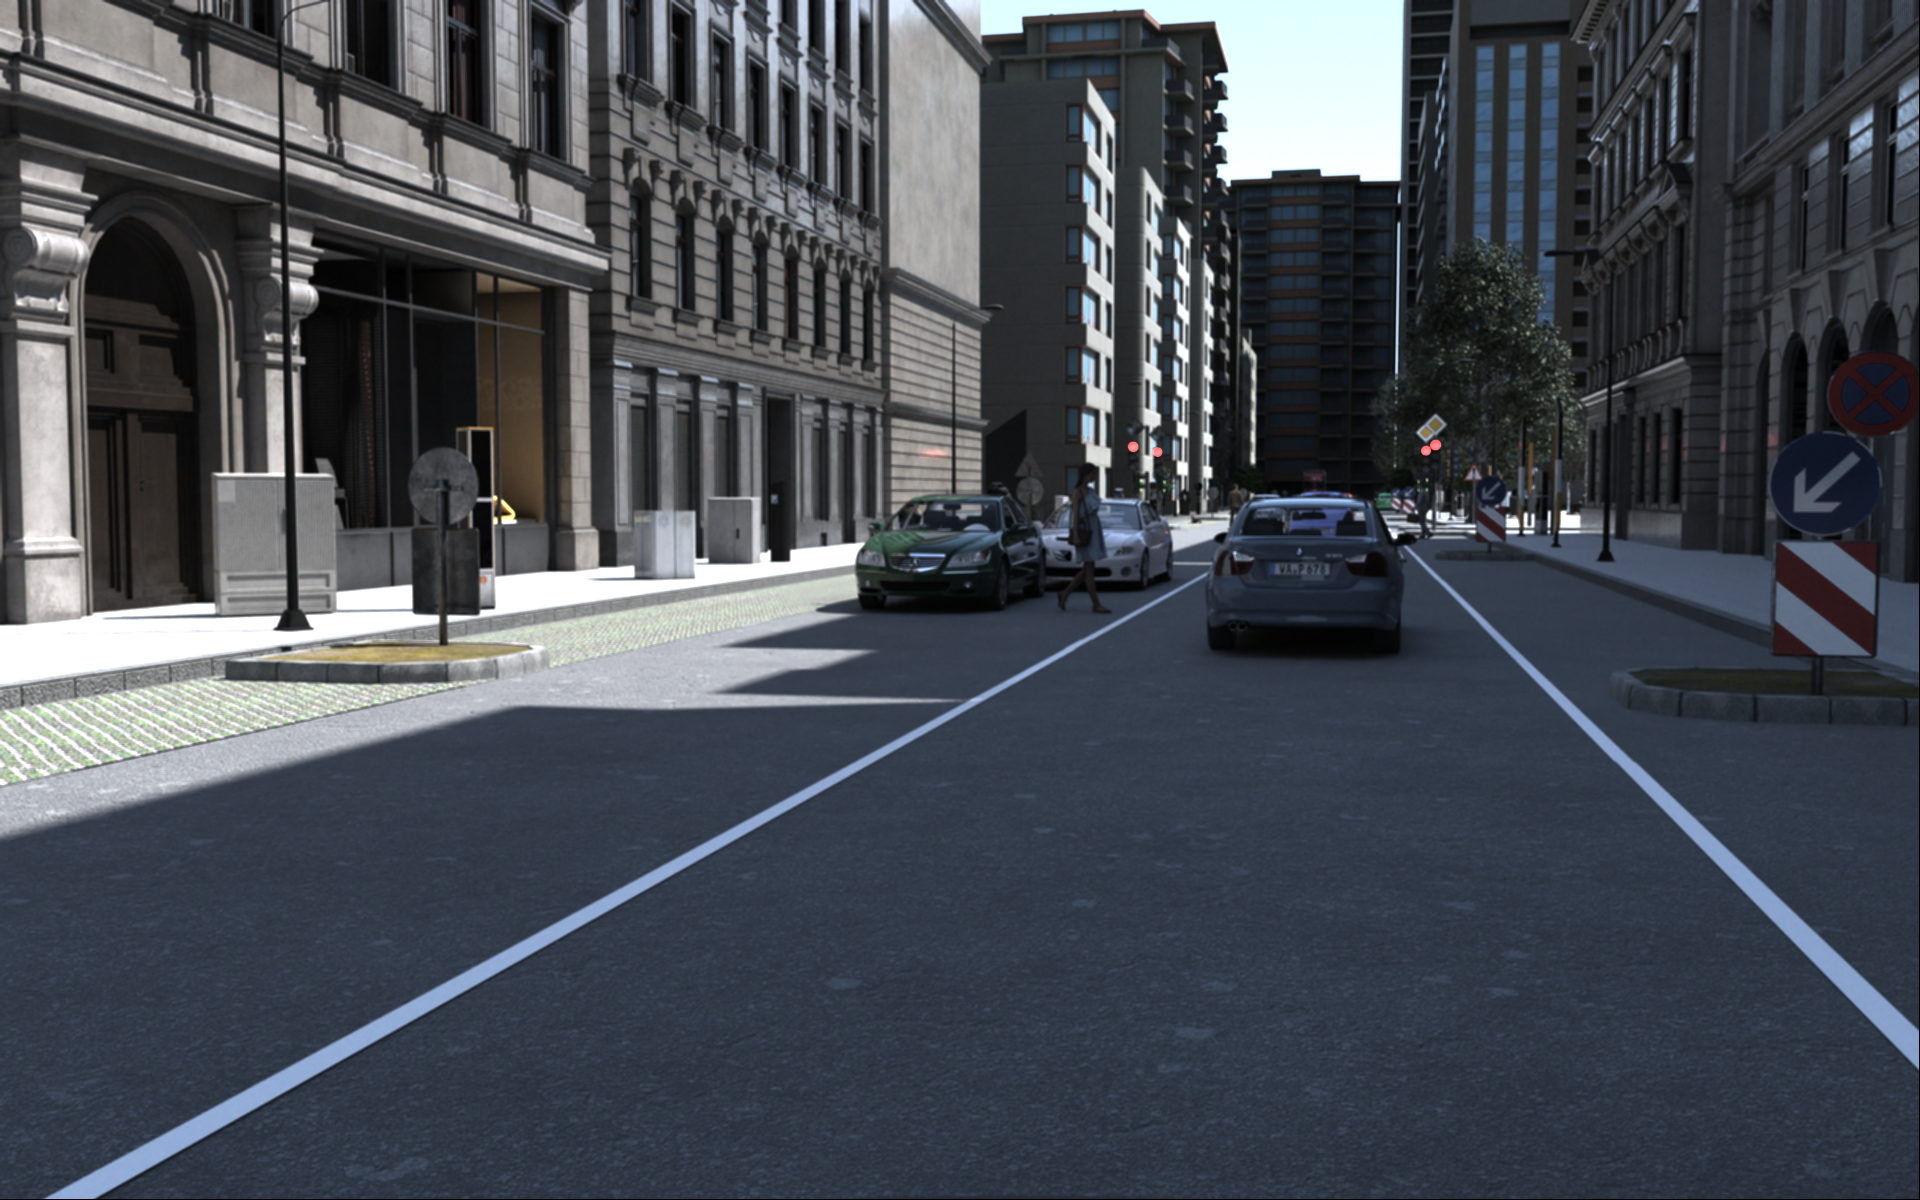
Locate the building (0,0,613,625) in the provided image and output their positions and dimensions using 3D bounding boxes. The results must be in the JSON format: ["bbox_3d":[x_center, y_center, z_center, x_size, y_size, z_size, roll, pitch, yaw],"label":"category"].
[{"bbox_3d":[-14.855,-9.766,10.579,10.553,20.767,40.483,1,4,13],"label":"building"}]

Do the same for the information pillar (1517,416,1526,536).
[{"bbox_3d":[17.032,-3.741,52.520,0.183,3.616,0.504,0,4,5],"label":"information pillar"}]

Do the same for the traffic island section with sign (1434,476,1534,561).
[{"bbox_3d":[11.483,-1.799,38.036,1.989,1.847,2.006,1,4,13],"label":"traffic island section with sign"}]

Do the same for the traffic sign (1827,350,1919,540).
[{"bbox_3d":[8.134,-0.939,15.461,0.768,2.556,0.104,1,4,19],"label":"traffic sign"}]

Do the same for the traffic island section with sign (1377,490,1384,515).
[{"bbox_3d":[29.897,-6.765,119.227,1.989,1.847,2.006,1,4,13],"label":"traffic island section with sign"}]

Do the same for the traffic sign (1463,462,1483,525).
[{"bbox_3d":[21.051,-4.341,70.986,0.884,2.594,0.081,1,4,18],"label":"traffic sign"}]

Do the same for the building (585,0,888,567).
[{"bbox_3d":[-8.599,-11.635,39.390,9.793,20.994,18.267,1,4,13],"label":"building"}]

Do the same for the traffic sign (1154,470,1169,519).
[{"bbox_3d":[10.451,-5.493,89.923,0.768,2.556,0.104,1,4,20],"label":"traffic sign"}]

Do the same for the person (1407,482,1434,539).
[{"bbox_3d":[14.764,-2.863,55.423,0.853,1.813,0.709,2,4,26],"label":"person"}]

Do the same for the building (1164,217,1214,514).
[{"bbox_3d":[3.234,-17.138,125.252,27.650,21.520,28.899,1,4,13],"label":"building"}]

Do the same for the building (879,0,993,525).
[{"bbox_3d":[-16.868,-14.572,57.344,34.723,24.649,14.460,1,4,13],"label":"building"}]

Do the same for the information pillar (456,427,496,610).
[{"bbox_3d":[-5.371,-0.901,19.227,0.304,2.012,0.304,-3,5,-41],"label":"information pillar"}]

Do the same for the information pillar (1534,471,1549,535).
[{"bbox_3d":[18.296,-3.058,54.493,0.304,2.012,0.304,-2,4,-26],"label":"information pillar"}]

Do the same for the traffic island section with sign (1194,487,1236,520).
[{"bbox_3d":[13.836,-5.257,94.583,1.989,1.847,2.006,1,4,13],"label":"traffic island section with sign"}]

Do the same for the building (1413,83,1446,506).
[{"bbox_3d":[63.345,-35.085,197.343,21.300,48.544,21.600,1,4,13],"label":"building"}]

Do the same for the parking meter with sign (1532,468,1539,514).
[{"bbox_3d":[37.353,-7.128,112.810,0.543,3.016,1.738,1,4,20],"label":"parking meter with sign"}]

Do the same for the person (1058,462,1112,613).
[{"bbox_3d":[1.476,-0.753,20.901,0.778,1.811,0.616,3,4,36],"label":"person"}]

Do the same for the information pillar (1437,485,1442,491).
[{"bbox_3d":[37.671,-8.052,136.149,0.304,2.012,0.304,-1,4,-19],"label":"information pillar"}]

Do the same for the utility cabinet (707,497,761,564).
[{"bbox_3d":[-4.176,-1.273,31.981,1.020,1.237,0.306,2,4,30],"label":"utility cabinet"}]

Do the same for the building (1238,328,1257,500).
[{"bbox_3d":[19.865,-22.095,206.300,28.899,21.520,27.650,1,4,13],"label":"building"}]

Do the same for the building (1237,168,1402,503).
[{"bbox_3d":[44.980,-35.582,236.385,28.867,44.769,22.147,1,4,13],"label":"building"}]

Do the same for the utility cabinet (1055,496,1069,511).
[{"bbox_3d":[3.510,-2.958,59.531,0.306,1.237,1.020,1,4,15],"label":"utility cabinet"}]

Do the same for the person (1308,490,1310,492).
[{"bbox_3d":[36.531,-10.547,181.084,0.705,1.807,1.348,0,4,2],"label":"person"}]

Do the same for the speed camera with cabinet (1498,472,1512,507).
[{"bbox_3d":[41.158,-8.352,130.896,0.660,3.252,2.038,-1,4,-9],"label":"speed camera with cabinet"}]

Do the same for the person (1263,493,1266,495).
[{"bbox_3d":[39.555,-13.208,225.126,0.621,1.740,0.551,-3,5,-39],"label":"person"}]

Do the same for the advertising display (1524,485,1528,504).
[{"bbox_3d":[40.153,-7.127,121.742,0.974,1.923,0.123,2,4,35],"label":"advertising display"}]

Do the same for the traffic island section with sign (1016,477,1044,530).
[{"bbox_3d":[1.605,-1.959,40.651,1.989,1.847,2.006,1,4,13],"label":"traffic island section with sign"}]

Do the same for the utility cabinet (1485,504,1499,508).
[{"bbox_3d":[31.451,-5.726,102.298,0.318,1.500,1.173,3,5,42],"label":"utility cabinet"}]

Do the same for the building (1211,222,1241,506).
[{"bbox_3d":[21.848,-25.081,181.775,14.160,30.474,14.107,1,4,13],"label":"building"}]

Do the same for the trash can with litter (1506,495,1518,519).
[{"bbox_3d":[28.692,-4.888,90.984,2.233,1.210,1.678,0,4,-5],"label":"trash can with litter"}]

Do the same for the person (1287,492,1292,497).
[{"bbox_3d":[41.236,-12.667,216.432,1.217,1.723,0.721,-2,4,-24],"label":"person"}]

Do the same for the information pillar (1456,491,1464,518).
[{"bbox_3d":[27.200,-5.485,94.167,0.304,2.012,0.304,2,4,31],"label":"information pillar"}]

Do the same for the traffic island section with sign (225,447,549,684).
[{"bbox_3d":[-4.446,-0.326,13.956,1.989,1.847,2.006,1,4,13],"label":"traffic island section with sign"}]

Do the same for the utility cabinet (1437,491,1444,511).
[{"bbox_3d":[36.764,-7.587,132.724,0.318,1.500,1.173,2,4,32],"label":"utility cabinet"}]

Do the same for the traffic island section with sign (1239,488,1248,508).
[{"bbox_3d":[19.830,-6.876,121.043,1.989,1.847,2.006,1,4,13],"label":"traffic island section with sign"}]

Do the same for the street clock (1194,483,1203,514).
[{"bbox_3d":[14.991,-6.381,108.903,0.471,2.002,0.358,-1,4,-22],"label":"street clock"}]

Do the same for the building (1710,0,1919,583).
[{"bbox_3d":[19.716,-11.184,24.663,13.314,21.916,24.055,1,4,13],"label":"building"}]

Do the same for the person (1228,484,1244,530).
[{"bbox_3d":[11.133,-3.751,69.735,0.656,1.842,0.836,-2,4,-33],"label":"person"}]

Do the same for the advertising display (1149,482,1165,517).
[{"bbox_3d":[10.643,-5.401,93.525,0.974,1.923,0.123,3,5,43],"label":"advertising display"}]

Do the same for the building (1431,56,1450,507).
[{"bbox_3d":[58.826,-33.767,171.702,23.786,49.044,30.456,1,4,13],"label":"building"}]

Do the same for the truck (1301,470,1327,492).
[{"bbox_3d":[41.427,-13.045,202.202,2.839,4.237,11.283,1,4,13],"label":"truck"}]

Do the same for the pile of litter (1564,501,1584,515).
[{"bbox_3d":[37.556,-5.570,105.029,1.719,0.858,1.176,3,5,41],"label":"pile of litter"}]

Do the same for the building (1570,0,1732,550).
[{"bbox_3d":[23.058,-11.140,46.765,10.561,19.102,19.286,1,4,13],"label":"building"}]

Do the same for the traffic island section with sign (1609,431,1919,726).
[{"bbox_3d":[5.534,-0.191,11.743,1.989,1.847,2.006,1,4,13],"label":"traffic island section with sign"}]

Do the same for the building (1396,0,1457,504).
[{"bbox_3d":[69.388,-48.508,231.359,20.611,71.187,20.563,1,4,13],"label":"building"}]

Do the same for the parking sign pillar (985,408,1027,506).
[{"bbox_3d":[1.447,-4.048,54.664,1.447,3.967,1.447,0,4,1],"label":"parking sign pillar"}]

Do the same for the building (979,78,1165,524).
[{"bbox_3d":[-5.004,-14.943,89.352,27.650,21.520,28.899,1,4,13],"label":"building"}]

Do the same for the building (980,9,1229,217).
[{"bbox_3d":[13.238,-30.989,161.293,22.147,44.769,28.867,1,4,13],"label":"building"}]

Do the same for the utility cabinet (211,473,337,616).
[{"bbox_3d":[-7.248,-0.590,18.332,1.173,1.500,0.318,-2,4,-33],"label":"utility cabinet"}]

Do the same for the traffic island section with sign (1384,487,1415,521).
[{"bbox_3d":[23.877,-5.141,92.680,1.989,1.847,2.006,1,4,13],"label":"traffic island section with sign"}]

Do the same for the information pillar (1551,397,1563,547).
[{"bbox_3d":[14.425,-3.084,41.773,0.183,3.616,0.504,1,4,10],"label":"information pillar"}]

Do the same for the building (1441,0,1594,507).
[{"bbox_3d":[49.848,-30.621,150.760,14.600,45.320,14.200,1,4,13],"label":"building"}]

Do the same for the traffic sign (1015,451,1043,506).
[{"bbox_3d":[2.056,-3.188,52.124,0.884,2.594,0.081,1,4,19],"label":"traffic sign"}]

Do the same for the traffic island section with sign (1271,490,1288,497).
[{"bbox_3d":[30.880,-9.854,169.732,1.989,1.847,2.006,1,4,13],"label":"traffic island section with sign"}]

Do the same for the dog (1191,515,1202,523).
[{"bbox_3d":[11.486,-3.925,84.374,0.550,0.427,0.748,-2,4,-33],"label":"dog"}]

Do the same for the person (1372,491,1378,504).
[{"bbox_3d":[37.622,-9.053,157.073,0.434,1.755,0.990,2,4,29],"label":"person"}]
